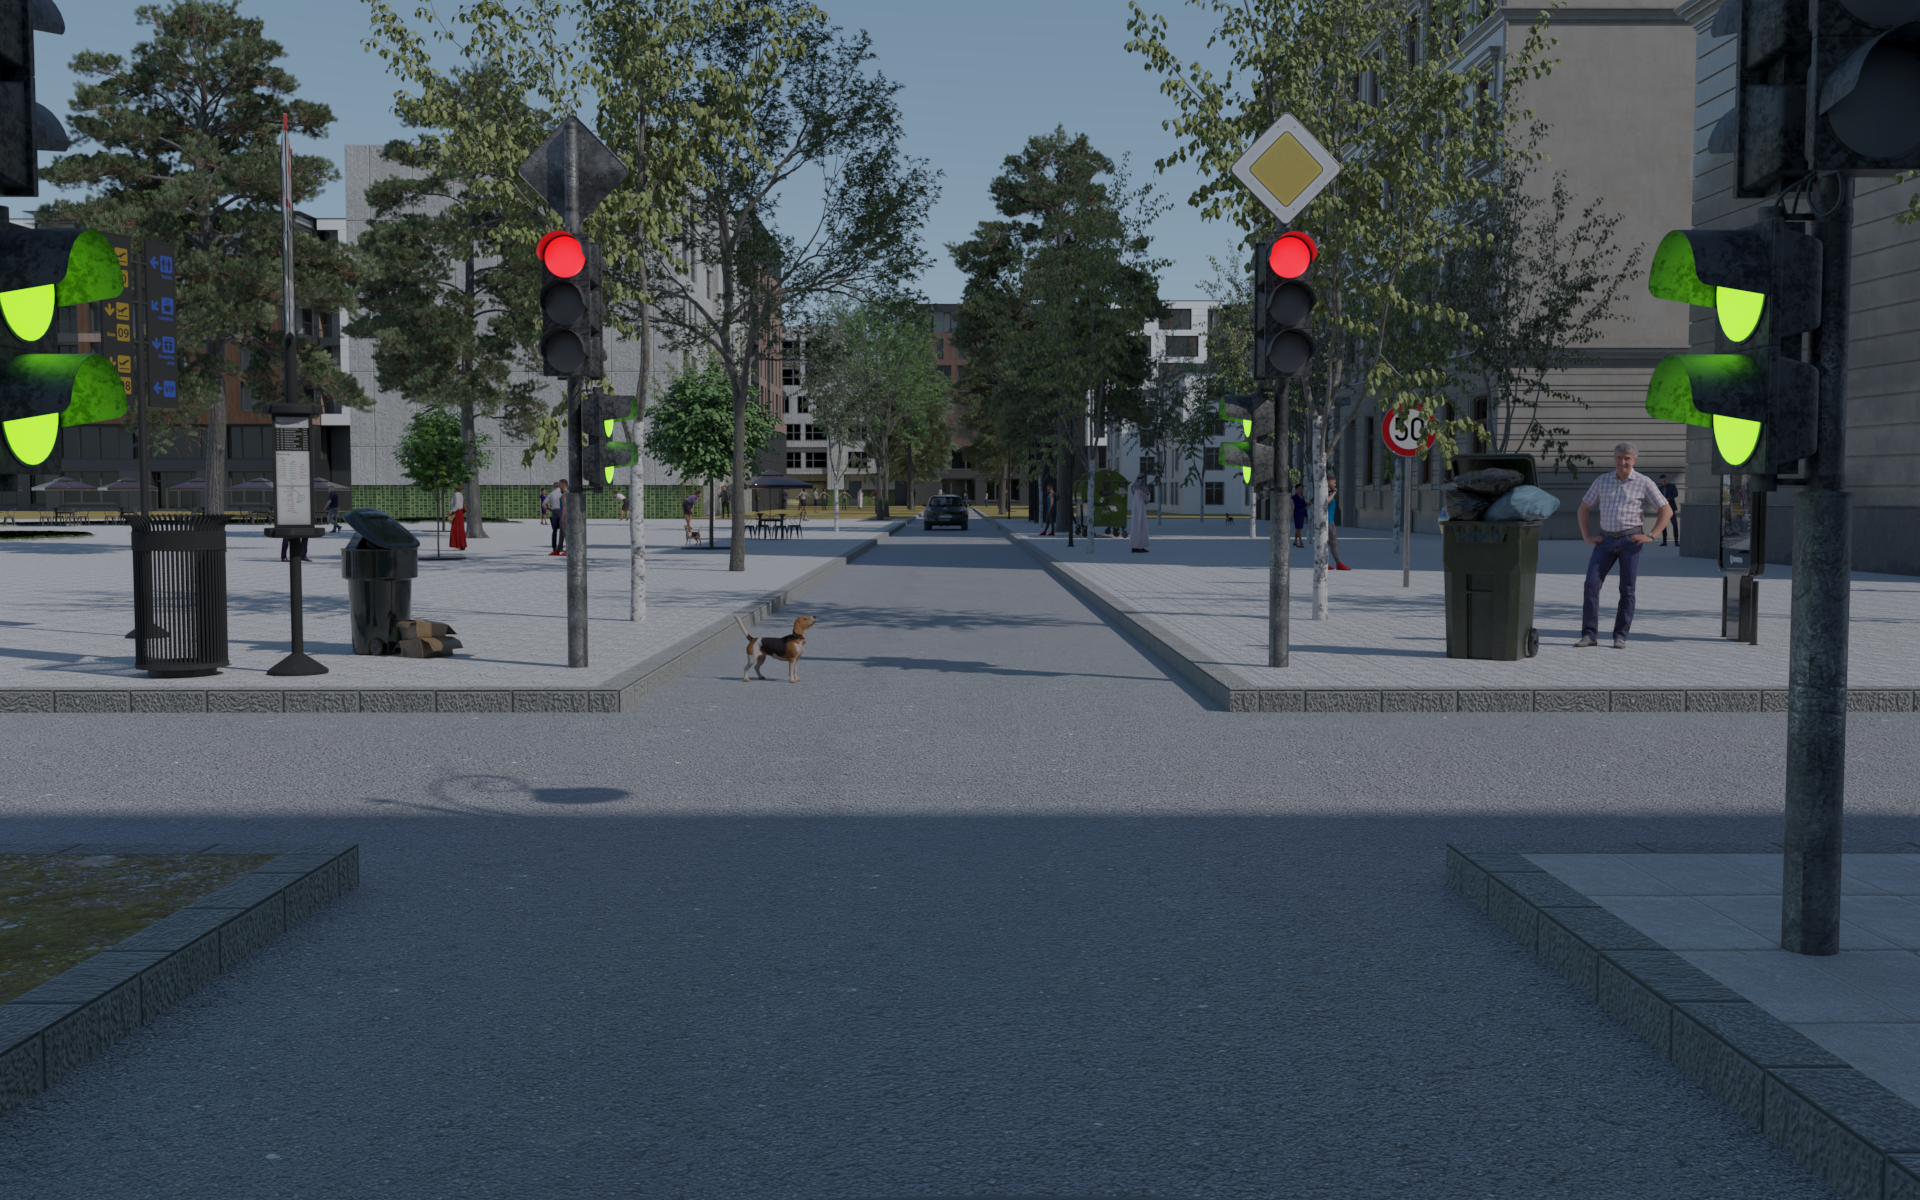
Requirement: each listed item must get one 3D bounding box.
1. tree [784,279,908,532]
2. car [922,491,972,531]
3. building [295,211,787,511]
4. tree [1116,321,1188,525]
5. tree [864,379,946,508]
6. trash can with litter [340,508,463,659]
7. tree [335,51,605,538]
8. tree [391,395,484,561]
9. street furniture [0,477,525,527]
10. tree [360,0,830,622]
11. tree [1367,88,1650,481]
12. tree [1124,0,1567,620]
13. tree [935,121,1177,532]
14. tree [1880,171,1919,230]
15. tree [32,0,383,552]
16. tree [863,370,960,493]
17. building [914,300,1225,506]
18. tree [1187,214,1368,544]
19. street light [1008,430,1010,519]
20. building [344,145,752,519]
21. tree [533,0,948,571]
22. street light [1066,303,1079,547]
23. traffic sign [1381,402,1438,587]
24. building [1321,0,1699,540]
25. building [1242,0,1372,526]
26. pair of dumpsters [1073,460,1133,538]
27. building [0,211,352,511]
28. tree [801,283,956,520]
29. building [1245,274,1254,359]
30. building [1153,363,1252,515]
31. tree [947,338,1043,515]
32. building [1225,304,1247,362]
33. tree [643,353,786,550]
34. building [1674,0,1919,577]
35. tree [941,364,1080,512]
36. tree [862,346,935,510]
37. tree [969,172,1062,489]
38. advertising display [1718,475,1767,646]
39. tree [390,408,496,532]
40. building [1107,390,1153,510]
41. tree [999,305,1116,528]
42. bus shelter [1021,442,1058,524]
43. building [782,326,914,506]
[{"bbox_3d":[-4.121,-6.631,58.787,4.360,8.622,3.978,0,3,0],"label":"tree"},{"bbox_3d":[-0.542,-3.651,69.480,2.009,1.686,4.222,0,4,1],"label":"car"},{"bbox_3d":[-31.215,-18.038,138.894,32.646,21.610,27.936,0,4,0],"label":"building"},{"bbox_3d":[7.981,-7.388,71.157,4.360,8.622,3.978,0,3,0],"label":"tree"},{"bbox_3d":[-4.945,-14.433,154.101,7.486,12.596,7.792,0,3,0],"label":"tree"},{"bbox_3d":[-4.429,-0.151,13.849,1.055,1.170,0.624,2,4,28],"label":"trash can with litter"},{"bbox_3d":[-14.255,-8.733,50.206,7.806,13.903,7.818,0,3,0],"label":"tree"},{"bbox_3d":[-10.285,-2.391,33.694,1.663,3.219,1.824,0,3,0],"label":"tree"},{"bbox_3d":[-33.209,-4.249,74.495,27.439,1.986,14.083,-2,4,-28],"label":"street furniture"},{"bbox_3d":[-3.489,-4.091,17.249,4.737,8.622,4.395,0,3,0],"label":"tree"},{"bbox_3d":[10.028,-4.973,31.675,4.360,8.622,3.978,0,3,0],"label":"tree"},{"bbox_3d":[3.651,-4.085,17.160,4.737,8.622,4.395,0,3,0],"label":"tree"},{"bbox_3d":[3.273,-9.220,58.167,7.806,13.903,7.818,0,3,0],"label":"tree"},{"bbox_3d":[10.672,-4.049,16.556,4.737,8.622,4.395,0,3,0],"label":"tree"},{"bbox_3d":[-16.304,-7.076,37.745,6.751,12.117,7.091,0,3,0],"label":"tree"},{"bbox_3d":[-4.564,-15.818,165.276,9.857,13.997,8.962,0,3,0],"label":"tree"},{"bbox_3d":[11.242,-21.562,196.507,32.646,21.610,27.936,0,4,0],"label":"building"},{"bbox_3d":[8.807,-5.744,44.272,4.360,8.622,3.978,0,3,0],"label":"tree"},{"bbox_3d":[2.485,-7.019,87.547,0.468,5.910,1.993,0,4,0],"label":"street light"},{"bbox_3d":[-22.771,-14.515,103.772,16.747,18.905,31.486,0,4,0],"label":"building"},{"bbox_3d":[-3.449,-5.769,28.731,7.601,10.594,8.767,-3,5,-44],"label":"tree"},{"bbox_3d":[2.699,-4.232,41.977,0.468,5.910,1.993,0,4,0],"label":"street light"},{"bbox_3d":[6.149,-1.449,23.791,0.768,2.556,0.104,0,4,1],"label":"traffic sign"},{"bbox_3d":[19.889,-13.528,57.338,11.583,22.565,21.152,0,4,0],"label":"building"},{"bbox_3d":[19.617,-15.226,77.819,11.050,23.489,19.941,0,4,0],"label":"building"},{"bbox_3d":[4.238,-3.033,52.088,1.574,2.255,4.436,0,4,0],"label":"pair of dumpsters"},{"bbox_3d":[-63.862,-18.048,139.062,32.646,21.610,27.936,0,4,0],"label":"building"},{"bbox_3d":[-3.936,-9.717,84.629,9.928,11.665,9.643,0,3,0],"label":"tree"},{"bbox_3d":[30.747,-17.699,145.794,11.380,20.091,16.016,0,4,0],"label":"building"},{"bbox_3d":[18.734,-10.342,111.231,9.099,9.664,28.070,0,4,0],"label":"building"},{"bbox_3d":[2.724,-11.353,107.679,6.751,12.117,7.091,0,3,0],"label":"tree"},{"bbox_3d":[43.887,-21.595,197.060,32.646,21.610,27.936,0,4,0],"label":"building"},{"bbox_3d":[-5.767,-3.465,40.359,4.285,4.588,4.351,0,3,0],"label":"tree"},{"bbox_3d":[26.971,-14.182,29.145,25.104,27.353,12.463,0,4,0],"label":"building"},{"bbox_3d":[3.646,-13.183,125.914,12.009,13.543,11.850,0,3,0],"label":"tree"},{"bbox_3d":[-4.185,-14.131,138.466,7.806,13.903,7.818,0,3,0],"label":"tree"},{"bbox_3d":[2.635,-5.311,37.190,4.737,8.622,4.395,0,3,0],"label":"tree"},{"bbox_3d":[6.800,-0.603,15.067,0.123,1.923,0.974,1,4,9],"label":"advertising display"},{"bbox_3d":[-17.668,-4.597,58.869,4.285,4.588,4.351,0,3,0],"label":"tree"},{"bbox_3d":[17.424,-12.055,139.244,9.099,9.664,28.070,0,4,0],"label":"building"},{"bbox_3d":[3.182,-7.067,65.915,4.360,8.622,3.978,0,3,0],"label":"tree"},{"bbox_3d":[3.729,-5.316,78.192,1.731,3.624,6.357,0,4,0],"label":"bus shelter"},{"bbox_3d":[-20.803,-19.835,190.762,31.486,18.905,16.747,0,4,0],"label":"building"}]
